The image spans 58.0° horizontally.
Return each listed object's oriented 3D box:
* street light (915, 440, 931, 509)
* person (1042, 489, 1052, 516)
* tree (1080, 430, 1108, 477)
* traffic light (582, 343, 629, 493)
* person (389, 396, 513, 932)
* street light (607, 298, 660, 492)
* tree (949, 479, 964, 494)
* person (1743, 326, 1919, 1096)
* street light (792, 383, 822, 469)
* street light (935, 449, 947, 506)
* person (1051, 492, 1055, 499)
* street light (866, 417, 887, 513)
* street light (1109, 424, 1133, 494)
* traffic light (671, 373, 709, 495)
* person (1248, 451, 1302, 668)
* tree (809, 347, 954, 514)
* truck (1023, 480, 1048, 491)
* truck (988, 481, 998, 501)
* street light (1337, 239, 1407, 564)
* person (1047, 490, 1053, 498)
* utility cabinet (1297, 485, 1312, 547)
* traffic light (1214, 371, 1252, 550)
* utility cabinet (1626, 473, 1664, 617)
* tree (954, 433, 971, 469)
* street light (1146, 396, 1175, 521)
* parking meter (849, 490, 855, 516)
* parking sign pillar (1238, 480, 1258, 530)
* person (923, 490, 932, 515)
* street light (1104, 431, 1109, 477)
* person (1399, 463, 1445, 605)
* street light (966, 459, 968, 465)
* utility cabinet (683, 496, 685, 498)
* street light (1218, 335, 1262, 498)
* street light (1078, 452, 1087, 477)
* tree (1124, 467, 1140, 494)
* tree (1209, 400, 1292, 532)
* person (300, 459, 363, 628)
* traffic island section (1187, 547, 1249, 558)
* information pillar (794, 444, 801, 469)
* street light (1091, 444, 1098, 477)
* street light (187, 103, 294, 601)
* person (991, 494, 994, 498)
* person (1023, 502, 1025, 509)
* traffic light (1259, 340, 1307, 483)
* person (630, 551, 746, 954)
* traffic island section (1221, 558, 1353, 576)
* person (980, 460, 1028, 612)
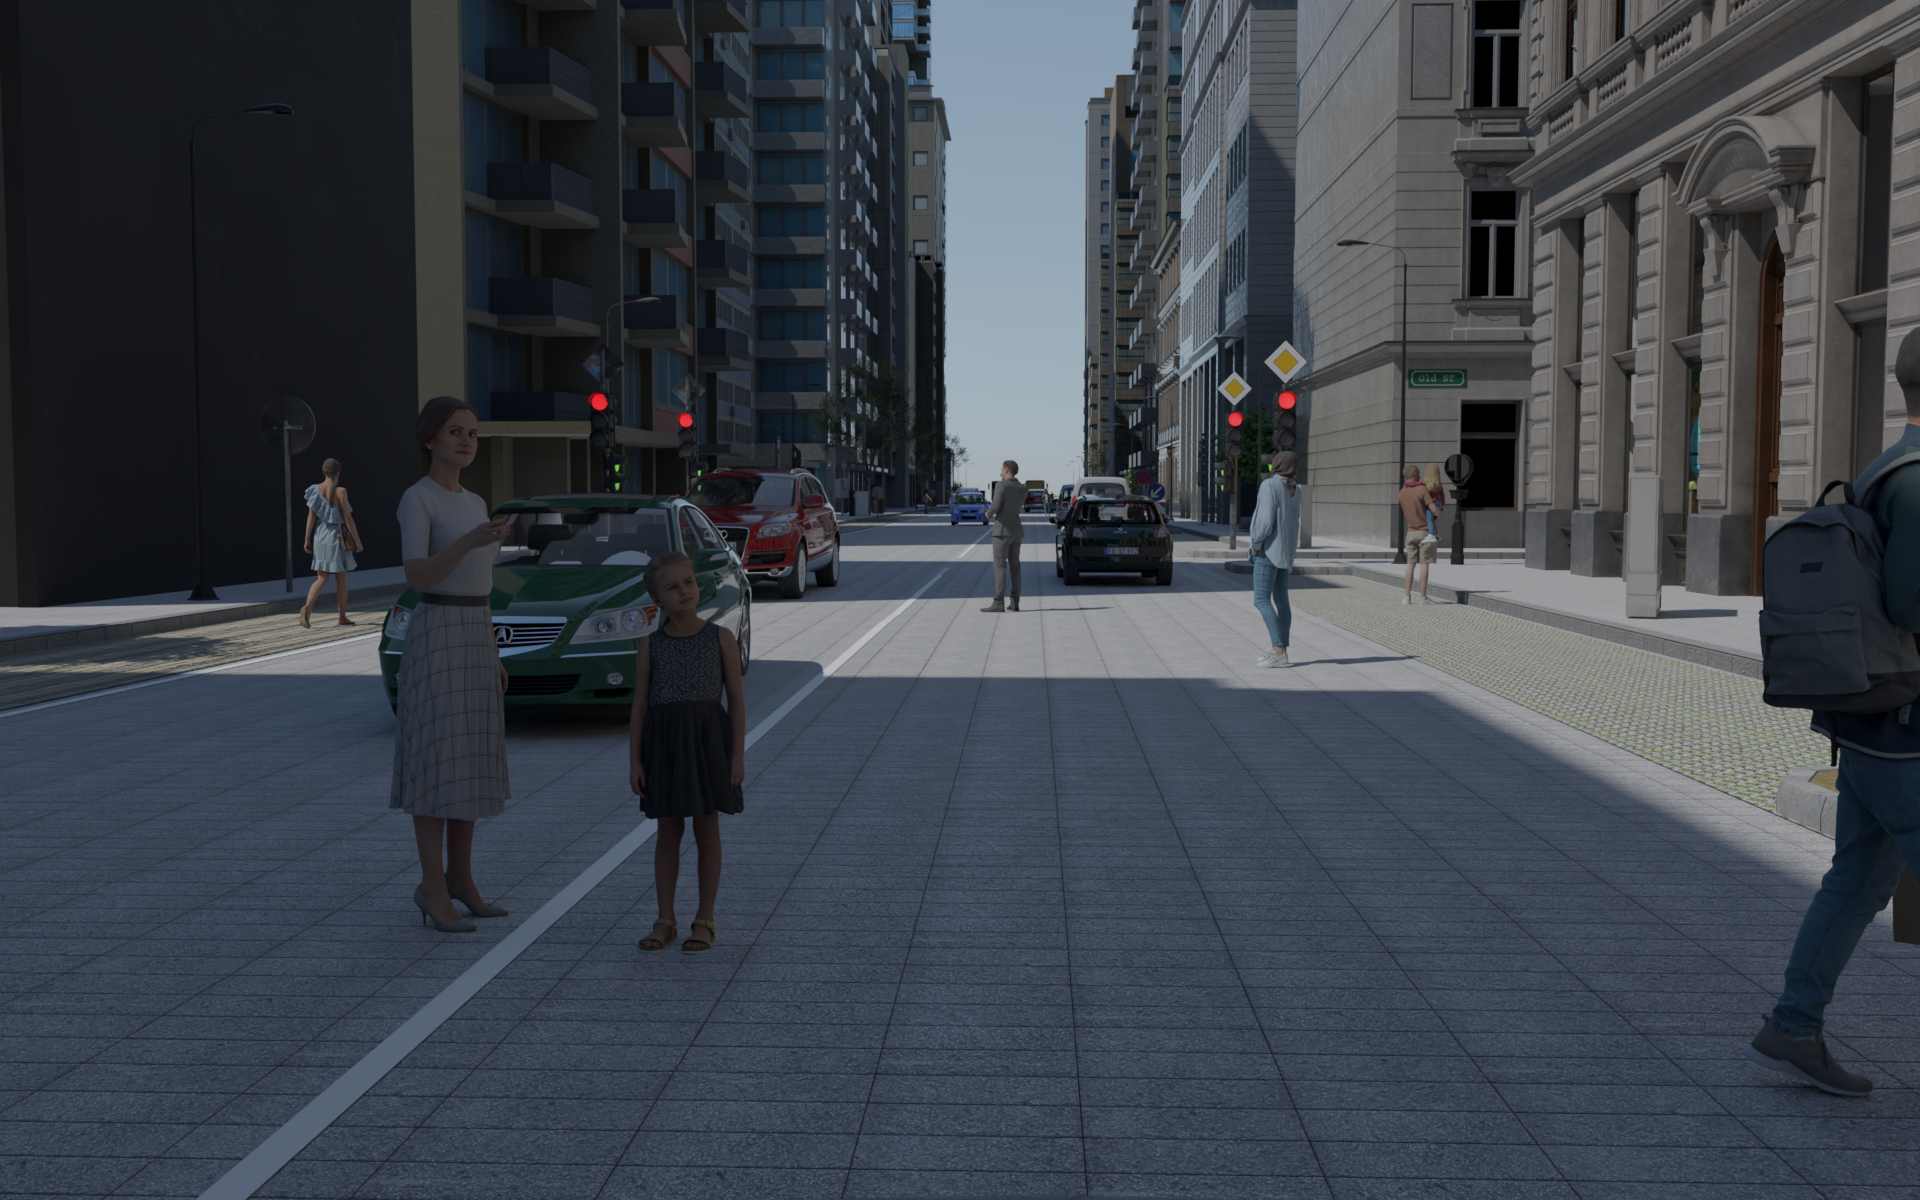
[{"bbox_3d":[-3.197,-10.789,148.940,1.470,5.913,1.316,0,4,2],"label":"street light"},{"bbox_3d":[5.657,-6.381,113.175,0.623,1.781,0.721,0,4,-5],"label":"person"},{"bbox_3d":[15.890,-15.231,199.385,4.360,8.622,3.978,0,3,0],"label":"tree"},{"bbox_3d":[-6.624,-2.652,32.276,0.839,4.253,0.868,0,4,2],"label":"traffic light"},{"bbox_3d":[-1.614,0.205,5.725,0.524,1.755,0.480,1,4,16],"label":"person"},{"bbox_3d":[-7.779,-4.194,41.107,1.470,5.913,1.316,0,4,2],"label":"street light"},{"bbox_3d":[-0.494,-14.121,225.480,1.663,3.219,1.824,0,3,0],"label":"tree"},{"bbox_3d":[2.208,0.276,3.975,0.713,1.824,0.794,2,4,34],"label":"person"},{"bbox_3d":[-6.458,-6.126,72.698,1.470,5.913,1.316,0,4,2],"label":"street light"},{"bbox_3d":[-2.004,-12.712,180.382,1.470,5.913,1.316,0,4,2],"label":"street light"},{"bbox_3d":[13.941,-15.518,262.245,1.348,1.821,0.705,-1,4,-15],"label":"person"},{"bbox_3d":[-5.093,-8.060,104.324,1.470,5.913,1.316,0,4,2],"label":"street light"},{"bbox_3d":[10.795,-8.657,114.084,1.470,5.913,1.316,0,4,2],"label":"street light"},{"bbox_3d":[-6.291,-3.140,40.254,0.839,4.253,0.868,0,4,2],"label":"traffic light"},{"bbox_3d":[2.655,-0.351,14.497,0.793,1.790,0.793,1,4,9],"label":"person"},{"bbox_3d":[-5.990,-10.774,110.566,8.767,10.594,7.601,1,4,21],"label":"tree"},{"bbox_3d":[10.215,-14.647,235.401,3.469,3.379,9.791,0,4,3],"label":"truck"},{"bbox_3d":[5.945,-15.794,254.149,3.469,3.379,9.791,0,4,3],"label":"truck"},{"bbox_3d":[7.563,-3.618,31.690,1.470,5.913,1.316,0,4,2],"label":"street light"},{"bbox_3d":[7.967,-9.238,159.177,1.348,1.869,0.705,1,4,11],"label":"person"},{"bbox_3d":[8.070,-2.014,41.604,0.318,1.500,1.173,-1,4,-15],"label":"utility cabinet"},{"bbox_3d":[6.260,-3.109,39.749,0.839,4.253,0.868,0,4,2],"label":"traffic light"},{"bbox_3d":[7.242,-0.586,18.267,0.318,1.500,1.173,2,4,24],"label":"utility cabinet"},{"bbox_3d":[-3.028,-15.605,189.559,8.767,10.594,7.601,-1,4,-9],"label":"tree"},{"bbox_3d":[9.538,-6.727,82.534,1.470,5.913,1.316,0,4,2],"label":"street light"},{"bbox_3d":[-6.213,-5.576,99.579,0.372,1.533,0.369,0,3,0],"label":"parking meter"},{"bbox_3d":[10.826,-4.544,62.765,1.447,3.967,1.447,-2,4,-27],"label":"parking sign pillar"},{"bbox_3d":[-2.277,-6.825,120.808,0.721,1.735,1.217,-2,4,-27],"label":"person"},{"bbox_3d":[11.336,-9.500,127.866,1.470,5.913,1.316,0,4,2],"label":"street light"},{"bbox_3d":[5.967,-0.848,22.340,0.580,1.828,0.573,0,4,6],"label":"person"},{"bbox_3d":[0.279,-15.820,231.203,1.470,5.913,1.316,0,4,2],"label":"street light"},{"bbox_3d":[-7.660,-2.300,48.768,0.306,1.237,1.020,1,4,16],"label":"utility cabinet"},{"bbox_3d":[8.232,-4.780,50.701,1.470,5.913,1.316,0,4,2],"label":"street light"},{"bbox_3d":[14.111,-13.377,191.257,1.470,5.913,1.316,0,4,2],"label":"street light"},{"bbox_3d":[12.075,-7.782,121.832,1.663,3.219,1.824,0,3,0],"label":"tree"},{"bbox_3d":[10.293,-4.611,59.097,4.285,4.588,4.351,0,3,0],"label":"tree"},{"bbox_3d":[-6.737,-0.611,18.586,0.616,1.811,0.778,1,4,18],"label":"person"},{"bbox_3d":[6.300,-1.075,39.861,2.009,0.180,2.903,0,4,2],"label":"traffic island section"},{"bbox_3d":[-7.368,-5.296,77.942,0.504,3.616,0.183,2,4,32],"label":"information pillar"},{"bbox_3d":[12.818,-11.454,159.820,1.470,5.913,1.316,0,4,2],"label":"street light"},{"bbox_3d":[-8.627,-2.951,20.784,1.470,5.913,1.316,0,4,2],"label":"street light"},{"bbox_3d":[4.633,-13.497,229.892,1.217,1.735,0.721,3,5,41],"label":"person"},{"bbox_3d":[6.302,-9.639,166.227,1.348,1.807,0.705,-1,4,-11],"label":"person"},{"bbox_3d":[5.928,-2.621,31.771,0.839,4.253,0.868,0,4,2],"label":"traffic light"},{"bbox_3d":[-0.857,0.472,5.454,0.362,1.253,0.373,0,4,4],"label":"person"},{"bbox_3d":[5.967,-0.587,31.883,2.009,0.180,2.903,0,4,2],"label":"traffic island section"},{"bbox_3d":[0.513,-0.787,21.172,0.447,1.846,0.655,3,5,42],"label":"person"}]
